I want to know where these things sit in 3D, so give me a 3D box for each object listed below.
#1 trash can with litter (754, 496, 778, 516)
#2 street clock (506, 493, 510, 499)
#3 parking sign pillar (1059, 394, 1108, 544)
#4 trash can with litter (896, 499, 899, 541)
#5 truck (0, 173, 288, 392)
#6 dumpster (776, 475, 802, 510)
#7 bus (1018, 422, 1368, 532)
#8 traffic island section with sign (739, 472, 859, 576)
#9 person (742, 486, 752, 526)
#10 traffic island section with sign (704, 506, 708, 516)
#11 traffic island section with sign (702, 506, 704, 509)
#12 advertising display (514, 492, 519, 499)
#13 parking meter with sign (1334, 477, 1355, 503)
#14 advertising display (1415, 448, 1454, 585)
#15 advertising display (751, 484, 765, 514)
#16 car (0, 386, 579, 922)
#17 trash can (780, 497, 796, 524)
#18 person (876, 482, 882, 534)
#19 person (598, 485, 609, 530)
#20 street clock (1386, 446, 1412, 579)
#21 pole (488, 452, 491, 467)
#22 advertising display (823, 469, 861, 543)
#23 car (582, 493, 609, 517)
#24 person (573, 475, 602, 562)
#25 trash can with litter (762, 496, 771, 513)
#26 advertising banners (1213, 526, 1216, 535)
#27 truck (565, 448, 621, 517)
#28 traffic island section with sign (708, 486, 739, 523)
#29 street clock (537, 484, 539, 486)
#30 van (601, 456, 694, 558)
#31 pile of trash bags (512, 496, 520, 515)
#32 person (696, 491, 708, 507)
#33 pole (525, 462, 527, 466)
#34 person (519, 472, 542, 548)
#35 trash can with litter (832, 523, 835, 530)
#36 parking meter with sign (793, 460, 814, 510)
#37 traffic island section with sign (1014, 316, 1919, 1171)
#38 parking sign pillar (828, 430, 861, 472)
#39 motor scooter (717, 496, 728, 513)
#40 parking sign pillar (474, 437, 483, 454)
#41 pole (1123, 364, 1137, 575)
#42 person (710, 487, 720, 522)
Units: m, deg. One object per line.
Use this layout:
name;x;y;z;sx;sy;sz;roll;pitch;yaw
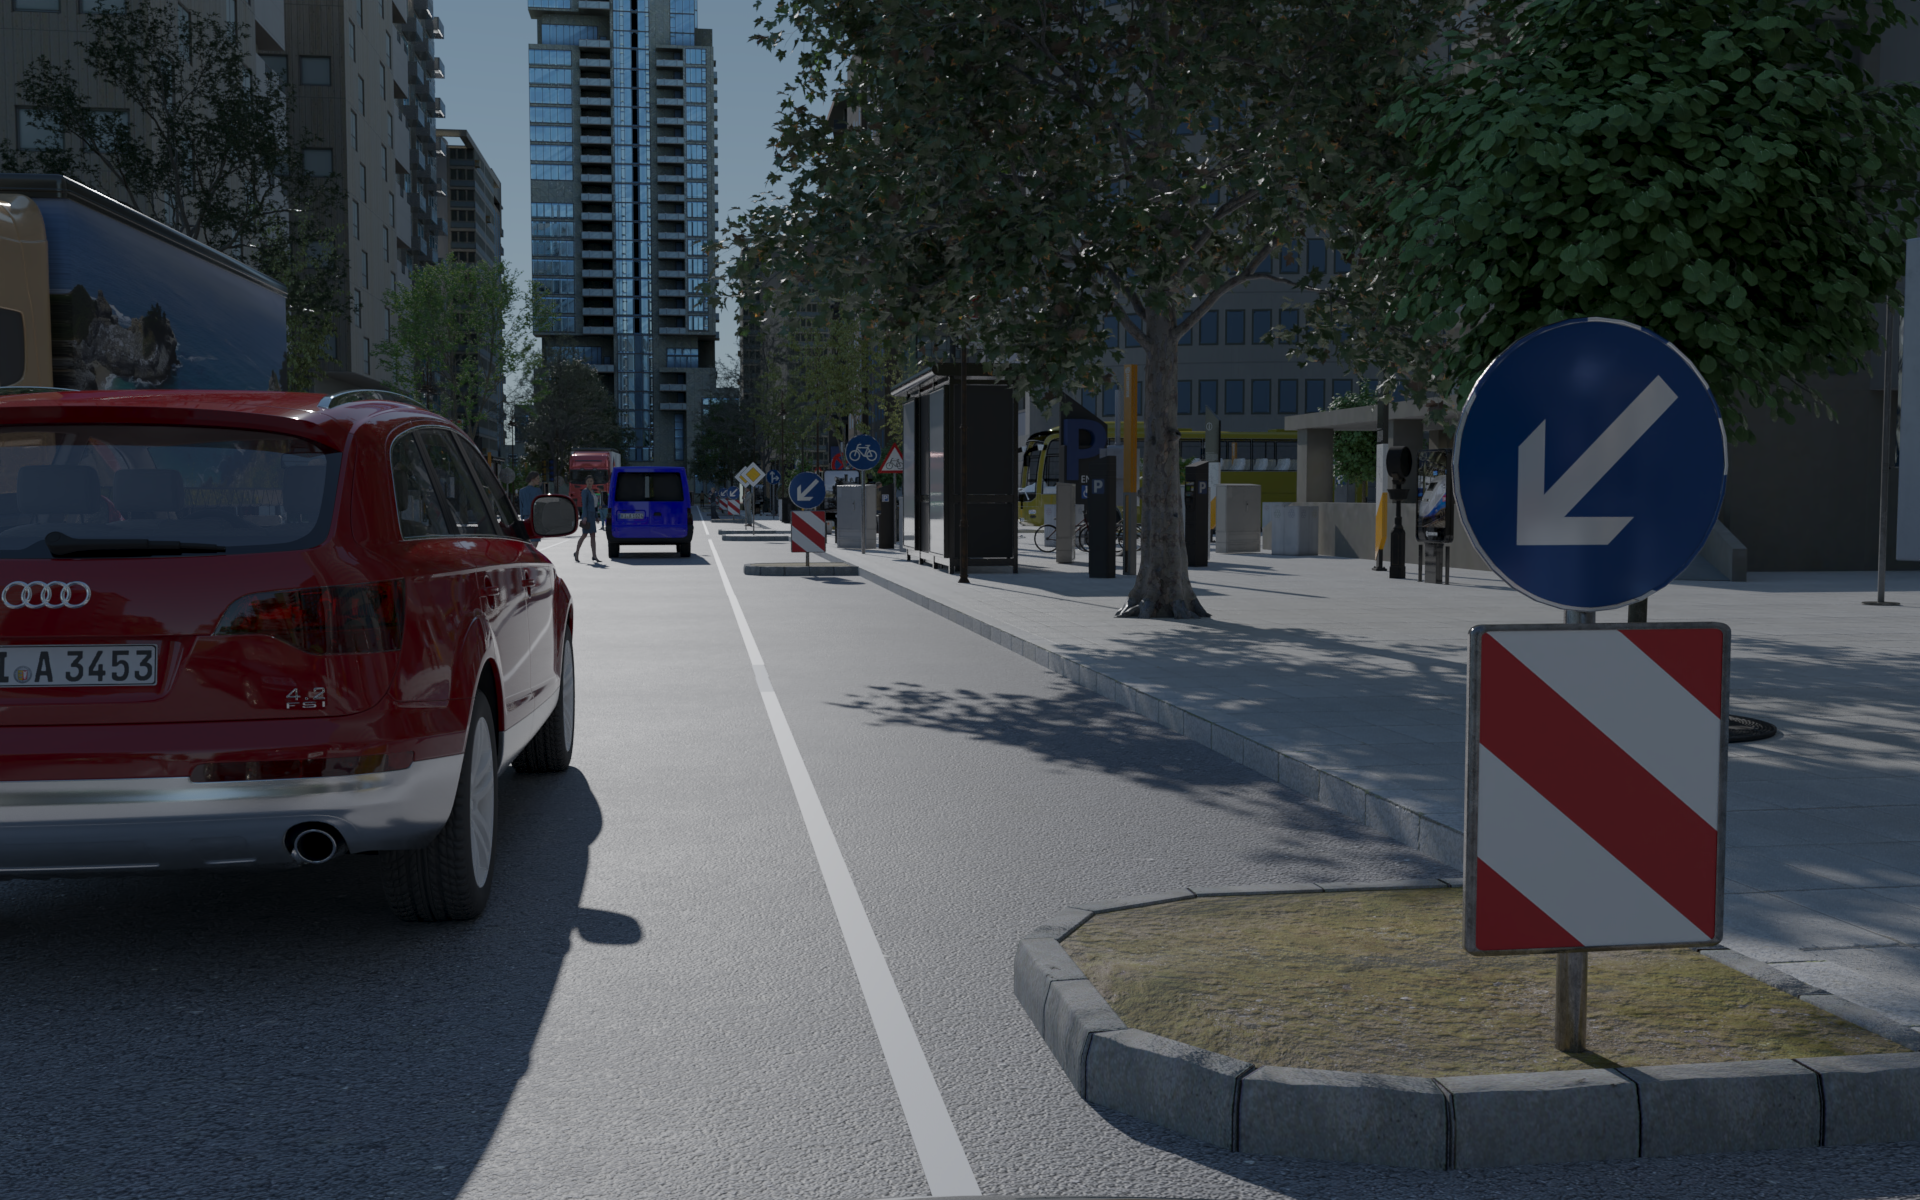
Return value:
trash can with litter;-11.015;-5.511;101.164;2.233;1.210;1.678;-1;4;-22
street clock;-28.517;-6.418;109.502;0.358;2.002;0.471;2;4;27
parking sign pillar;3.256;-3.463;45.092;1.447;3.967;1.447;-1;4;-16
trash can with litter;-1.562;-2.162;46.739;0.624;1.170;1.055;3;5;44
truck;-9.335;-1.738;17.328;2.839;4.237;11.283;0;4;-8
dumpster;-8.457;-5.175;87.111;1.502;2.255;1.985;-1;4;-9
bus;7.878;-4.180;59.894;12.252;3.916;2.896;-1;4;-10
traffic island section with sign;-2.907;-1.386;31.292;1.989;1.847;2.006;-1;4;-9
person;-9.483;-4.175;76.938;0.466;1.800;0.511;-2;4;-32
traffic island section with sign;-15.596;-6.413;113.479;1.989;1.847;2.006;-1;4;-9
traffic island section with sign;-23.171;-9.416;162.574;1.989;1.847;2.006;-1;4;-9
advertising display;-28.737;-6.596;113.054;0.123;1.923;0.974;2;4;28
parking meter with sign;11.370;-3.364;51.261;0.543;3.016;1.738;2;4;33
advertising display;6.808;-1.201;24.848;0.123;1.923;0.974;-1;4;-11
advertising display;-12.944;-6.458;110.798;0.974;1.923;0.123;2;4;27
car;-2.805;0.089;7.220;2.281;1.827;5.304;0;4;-7
trash can;-7.458;-3.905;75.508;0.748;1.137;0.748;0;3;0
person;-2.722;-3.009;57.601;0.656;1.842;0.836;0;4;0
person;-14.211;-3.682;69.052;0.721;1.781;0.623;-3;5;-44
street clock;6.653;-1.328;26.281;0.358;2.002;0.471;3;4;38
pole;-22.843;-5.524;84.156;0.158;3.312;0.155;0;3;0
advertising display;-3.065;-2.429;44.935;0.974;1.923;0.123;0;4;4
car;-19.606;-5.247;94.587;1.959;1.807;4.718;0;4;-7
person;-7.832;-1.708;36.444;0.654;1.822;0.581;2;4;32
trash can with litter;-13.092;-6.565;118.731;1.055;1.170;0.624;2;4;34
advertising banners;7.311;-3.608;55.183;2.074;3.025;0.090;2;4;24
truck;-22.606;-7.241;107.307;2.839;4.237;11.283;0;4;-8
traffic island section with sign;-11.475;-4.784;86.839;1.989;1.847;2.006;-1;4;-9
street clock;-25.149;-5.988;102.469;0.471;2.002;0.358;0;4;-4
van;-7.333;-2.225;40.756;2.240;2.365;5.245;-1;4;-11
pile of trash bags;-27.754;-5.918;106.519;1.912;1.369;3.447;3;4;38
person;-27.533;-10.782;184.876;1.348;1.812;0.705;-1;4;-14
pole;-27.975;-7.212;111.752;0.158;3.312;0.155;0;3;0
person;-7.439;-1.314;30.010;0.581;1.822;0.654;3;4;38
trash can with litter;-4.372;-3.153;62.603;1.678;1.210;2.233;1;4;13
parking meter with sign;-7.395;-5.441;85.223;1.738;3.016;0.543;3;5;40
traffic island section with sign;1.202;0.243;4.650;1.989;1.847;2.006;-1;4;-9
parking sign pillar;-4.711;-5.041;70.888;1.447;3.967;1.447;-1;4;-14
motor scooter;-17.652;-7.099;128.839;0.815;1.314;1.986;0;4;-7
parking sign pillar;-23.029;-5.671;81.185;1.447;3.967;1.447;-1;4;-13
pole;2.687;-2.049;27.345;0.158;3.312;0.155;0;3;0
person;-12.781;-4.964;90.087;0.534;1.772;0.576;-2;4;-35
